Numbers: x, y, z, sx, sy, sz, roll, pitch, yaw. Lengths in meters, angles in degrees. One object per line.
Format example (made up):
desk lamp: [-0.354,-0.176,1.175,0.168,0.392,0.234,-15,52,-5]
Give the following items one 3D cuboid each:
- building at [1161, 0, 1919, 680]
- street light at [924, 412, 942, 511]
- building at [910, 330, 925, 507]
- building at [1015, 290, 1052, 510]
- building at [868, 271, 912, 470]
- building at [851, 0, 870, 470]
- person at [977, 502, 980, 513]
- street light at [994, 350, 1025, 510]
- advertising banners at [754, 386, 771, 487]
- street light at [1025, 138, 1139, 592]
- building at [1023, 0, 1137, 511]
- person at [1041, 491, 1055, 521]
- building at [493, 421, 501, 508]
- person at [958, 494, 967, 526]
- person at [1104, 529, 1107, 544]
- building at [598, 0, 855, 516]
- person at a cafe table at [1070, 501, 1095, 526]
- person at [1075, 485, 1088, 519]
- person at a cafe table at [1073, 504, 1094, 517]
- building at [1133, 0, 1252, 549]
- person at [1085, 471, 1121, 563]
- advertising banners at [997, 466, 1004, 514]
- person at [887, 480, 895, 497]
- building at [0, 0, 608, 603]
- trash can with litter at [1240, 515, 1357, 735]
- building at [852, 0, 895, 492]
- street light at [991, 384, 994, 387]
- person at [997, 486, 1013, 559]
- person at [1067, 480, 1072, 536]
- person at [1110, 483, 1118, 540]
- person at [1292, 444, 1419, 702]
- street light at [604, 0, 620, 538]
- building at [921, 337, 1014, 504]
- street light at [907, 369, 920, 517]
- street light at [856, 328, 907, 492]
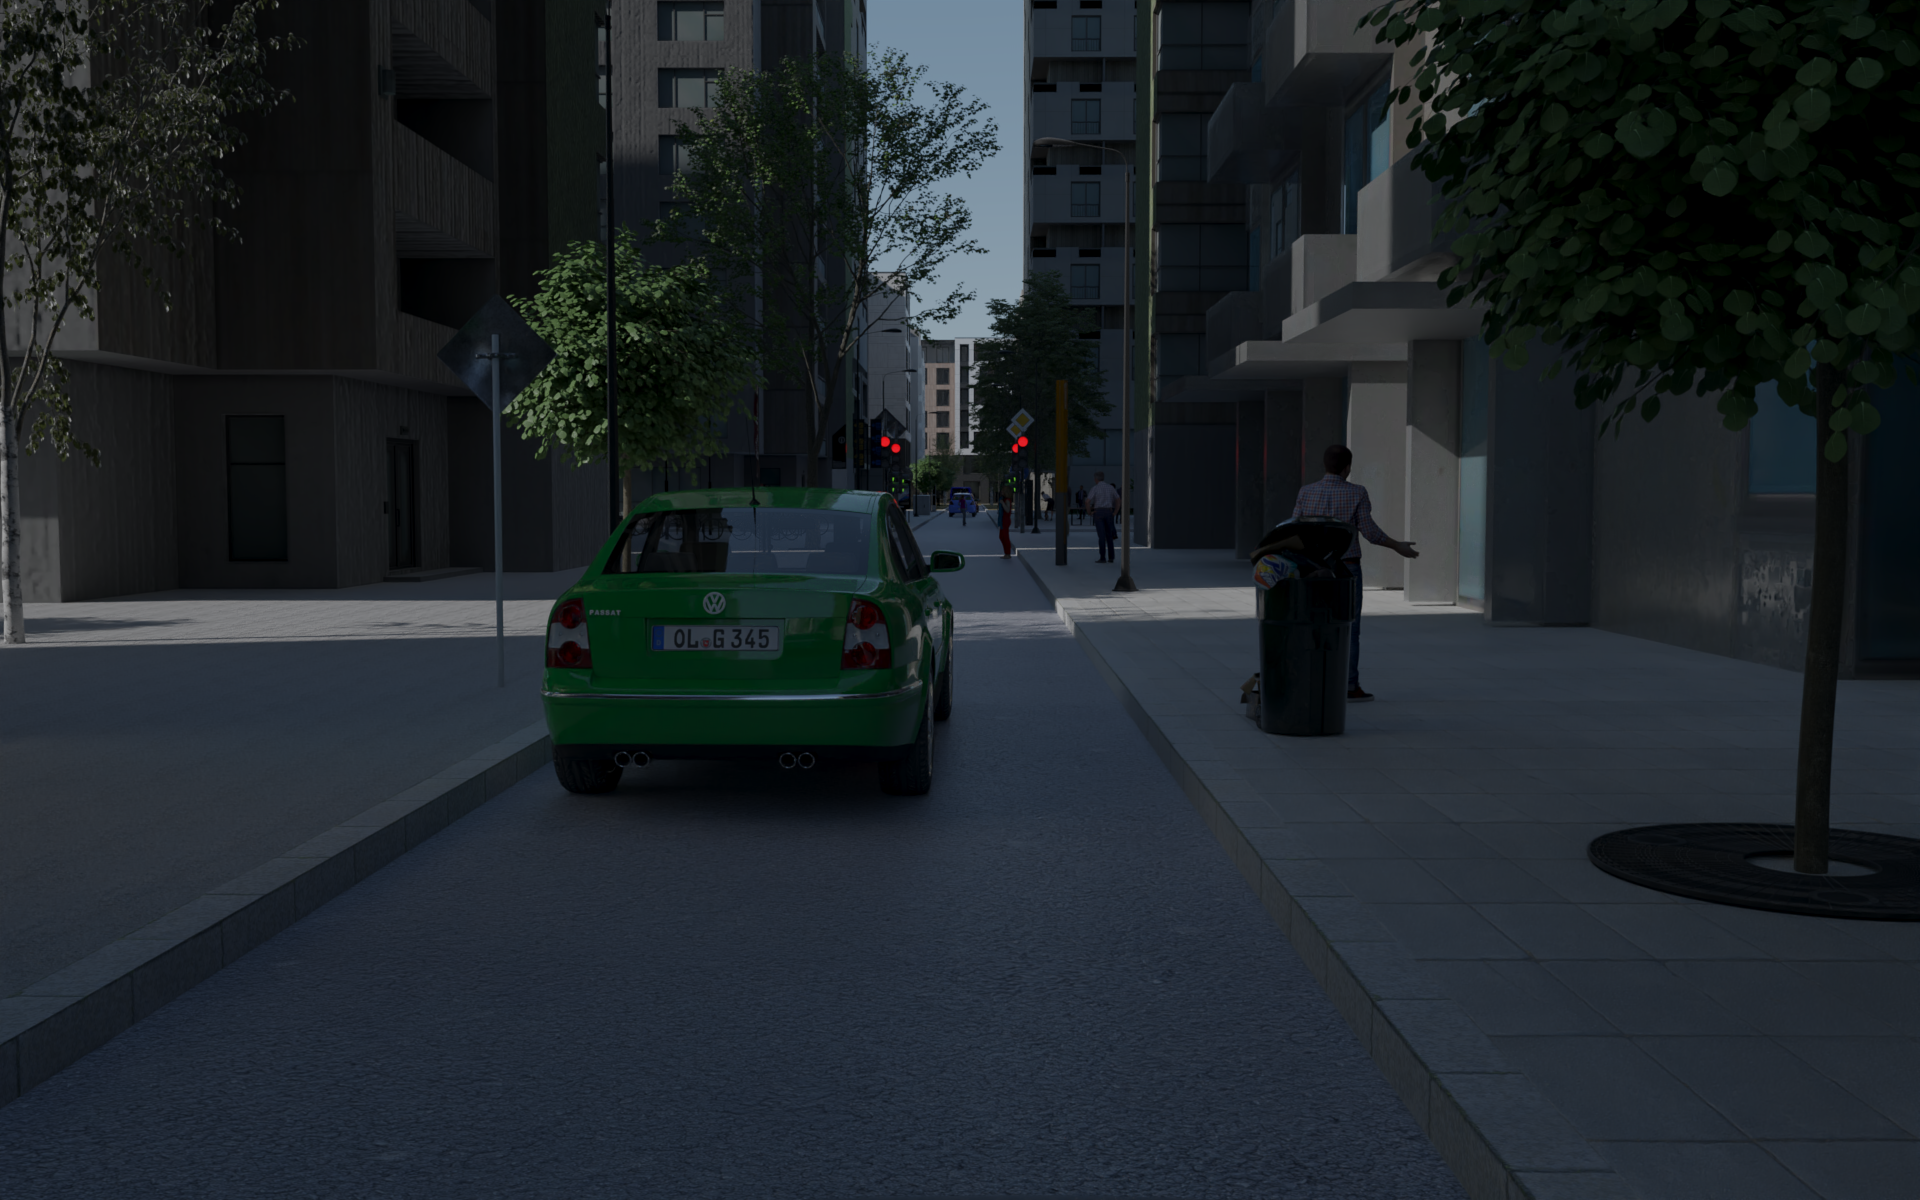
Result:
building: [15.654,-24.688,23.261,23.786,49.044,30.456,0,4,0]
street light: [-1.931,-7.656,97.716,1.470,5.913,1.316,0,4,0]
building: [-9.959,-21.423,206.682,11.380,20.091,16.016,0,4,0]
building: [13.752,-17.847,158.262,16.747,18.905,31.486,0,4,0]
building: [-18.943,-19.155,157.162,27.936,21.610,32.646,0,4,0]
building: [-19.093,-30.829,93.301,28.713,52.752,27.495,0,4,0]
person: [1.212,-7.139,133.503,0.655,0.850,0.859,0,4,6]
street light: [1.925,-5.113,56.142,1.470,5.913,1.316,0,4,0]
advertising banners: [-3.060,-1.876,26.861,0.090,3.025,2.074,-1,4,-12]
street light: [1.646,-3.071,22.746,1.470,5.913,1.316,0,4,0]
building: [18.330,-32.772,125.066,28.713,52.752,27.495,0,4,0]
person: [4.157,-4.500,82.799,0.799,1.438,0.628,1,4,18]
building: [-62.411,-16.372,209.836,28.070,9.664,9.099,0,4,0]
person: [0.216,-4.086,78.547,0.726,1.435,0.776,3,4,37]
person: [3.762,-2.135,44.855,0.340,1.345,0.435,0,4,-2]
building: [-11.995,-23.807,72.847,14.154,41.232,14.086,0,4,0]
person at a cafe table: [5.404,-3.673,70.921,1.698,1.238,1.726,2,4,35]
person: [6.103,-4.925,87.392,0.655,1.722,0.431,3,5,44]
person at a cafe table: [7.570,-5.555,99.337,1.622,1.524,1.698,-2,4,-23]
building: [11.592,-22.161,45.930,14.154,41.232,14.086,0,4,0]
person: [2.634,-1.549,32.301,0.756,1.711,0.436,-1,4,-17]
advertising banners: [2.587,-6.851,108.199,0.090,3.025,2.074,-1,4,-11]
person: [-2.729,-3.650,65.850,0.598,1.807,0.434,-1,4,-14]
building: [-13.704,-15.519,25.429,14.160,30.474,14.107,0,4,0]
trash can with litter: [1.773,0.114,9.529,0.624,1.170,1.055,0,4,-7]
building: [-14.553,-41.496,116.712,20.563,71.187,20.611,0,4,0]
street light: [2.011,-6.155,73.171,1.470,5.913,1.316,0,4,0]
person: [0.977,-1.721,38.337,0.444,1.614,0.593,2,4,24]
person: [3.164,-2.830,52.442,0.434,1.807,0.598,2,4,28]
person: [4.182,-2.440,47.900,0.435,1.587,0.963,1,4,10]
person: [2.333,-0.167,10.728,0.963,1.587,0.435,1,4,23]
street light: [-2.542,-2.615,15.302,1.470,5.913,1.316,0,4,0]
building: [-2.751,-24.201,239.666,32.646,21.610,27.936,0,4,0]
street light: [-2.299,-5.622,64.456,1.470,5.913,1.316,0,4,0]
street light: [-2.328,-4.657,48.685,1.470,5.913,1.316,0,4,0]
